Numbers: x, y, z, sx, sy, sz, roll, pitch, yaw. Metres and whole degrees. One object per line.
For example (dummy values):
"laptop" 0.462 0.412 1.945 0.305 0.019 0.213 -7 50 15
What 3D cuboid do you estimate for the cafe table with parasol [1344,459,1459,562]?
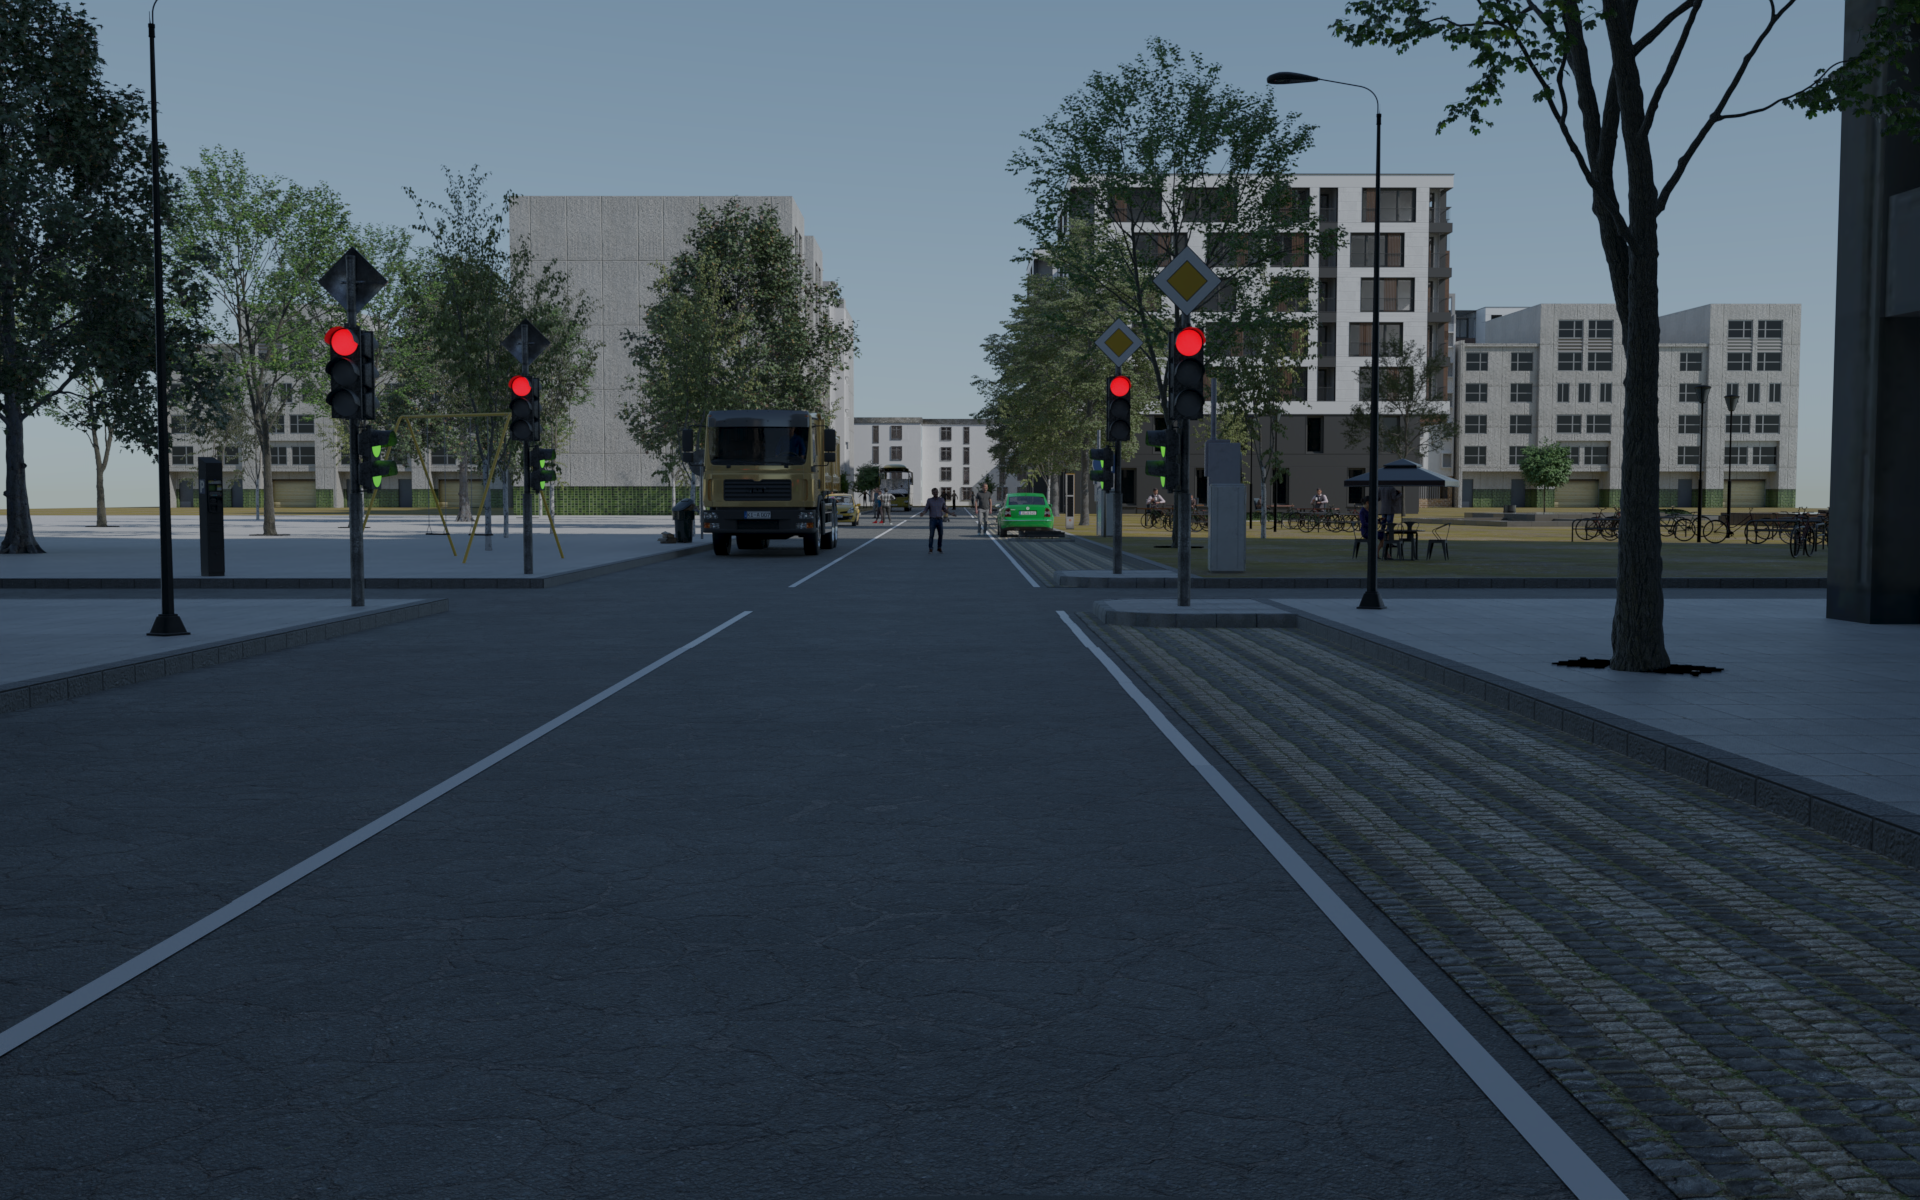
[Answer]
"cafe table with parasol" 8.578 -1.758 33.610 2.610 1.966 2.610 -1 4 -10

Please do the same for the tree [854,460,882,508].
"tree" -8.494 -11.004 163.628 4.285 4.588 4.351 0 3 0

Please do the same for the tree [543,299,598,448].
"tree" -22.780 -10.138 91.513 9.928 11.665 9.643 0 3 0

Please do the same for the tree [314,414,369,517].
"tree" -34.057 -9.021 97.852 4.737 8.622 4.395 0 3 0

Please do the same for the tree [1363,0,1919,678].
"tree" 4.806 -5.298 12.382 9.928 11.665 9.643 0 3 0

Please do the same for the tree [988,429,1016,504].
"tree" 4.616 -14.076 180.509 4.360 8.622 3.978 0 3 0

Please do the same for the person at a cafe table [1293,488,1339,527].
"person at a cafe table" 14.165 -3.682 68.714 1.698 1.524 1.622 1 4 22

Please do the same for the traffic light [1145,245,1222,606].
"traffic light" 2.550 -1.886 19.756 0.839 4.253 0.868 0 4 0

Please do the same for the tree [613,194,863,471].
"tree" -8.571 -9.140 66.440 9.611 12.733 9.660 0 3 0

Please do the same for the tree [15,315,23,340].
"tree" -33.631 -8.408 55.605 7.486 12.596 7.792 0 3 0

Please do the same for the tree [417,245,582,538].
"tree" -13.551 -6.126 50.515 4.360 8.622 3.978 0 3 0

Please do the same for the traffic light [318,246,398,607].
"traffic light" -6.871 -1.882 19.694 0.839 4.253 0.868 0 4 0

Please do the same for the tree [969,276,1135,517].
"tree" 5.260 -11.739 98.581 9.857 13.997 8.962 0 3 0

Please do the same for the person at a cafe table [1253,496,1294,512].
"person at a cafe table" 15.333 -4.586 85.848 1.698 1.238 1.726 -3 5 -39

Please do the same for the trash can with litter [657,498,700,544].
"trash can with litter" -7.333 -2.061 45.078 0.624 1.170 1.055 3 4 37

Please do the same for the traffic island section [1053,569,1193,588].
"traffic island section" 2.552 -0.341 27.855 2.009 0.180 2.903 0 4 0

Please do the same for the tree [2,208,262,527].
"tree" -33.228 -8.639 66.997 9.928 11.665 9.643 0 3 0

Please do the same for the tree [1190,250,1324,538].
"tree" 8.590 -6.081 49.781 4.737 8.622 4.395 0 3 0

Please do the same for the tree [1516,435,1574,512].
"tree" 32.983 -6.959 97.492 4.285 4.588 4.351 0 3 0

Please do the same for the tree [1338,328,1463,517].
"tree" 24.944 -10.027 98.355 7.601 10.594 8.767 -1 4 -18

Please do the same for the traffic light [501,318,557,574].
"traffic light" -6.909 -2.371 27.679 0.839 4.253 0.868 0 4 0

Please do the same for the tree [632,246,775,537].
"tree" -8.011 -6.237 52.333 4.737 8.622 4.395 0 3 0

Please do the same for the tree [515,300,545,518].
"tree" -22.706 -8.519 65.042 9.928 11.665 9.643 0 3 0

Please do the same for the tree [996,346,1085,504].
"tree" 4.220 -8.305 86.147 4.737 8.622 4.395 0 3 0

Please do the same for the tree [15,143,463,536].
"tree" -21.399 -7.777 52.906 9.928 11.665 9.643 0 3 0

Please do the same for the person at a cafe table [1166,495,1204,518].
"person at a cafe table" 11.877 -4.856 90.261 1.698 1.238 1.726 2 4 33

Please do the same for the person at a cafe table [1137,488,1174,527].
"person at a cafe table" 7.905 -3.704 69.076 1.698 1.524 1.622 -1 4 -16

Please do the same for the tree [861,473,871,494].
"tree" -7.784 -8.690 136.680 1.663 3.219 1.824 0 3 0

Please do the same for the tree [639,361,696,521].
"tree" -13.599 -8.146 83.547 4.360 8.622 3.978 0 3 0

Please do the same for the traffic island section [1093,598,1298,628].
"traffic island section" 2.590 0.147 19.870 2.009 0.180 2.903 0 4 0

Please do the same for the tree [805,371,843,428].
"tree" -8.131 -8.222 84.792 4.737 8.622 4.395 0 3 0

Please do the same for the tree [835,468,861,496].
"tree" -8.488 -8.015 125.646 1.663 3.219 1.824 0 3 0

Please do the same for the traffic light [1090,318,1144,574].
"traffic light" 2.512 -2.374 27.741 0.839 4.253 0.868 0 4 0

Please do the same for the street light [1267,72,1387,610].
"street light" 4.072 -2.856 19.230 1.470 5.913 1.316 0 4 0

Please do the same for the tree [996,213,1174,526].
"tree" 5.502 -9.311 70.355 7.486 12.596 7.792 0 3 0

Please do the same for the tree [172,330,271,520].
"tree" -33.408 -7.793 77.778 4.360 8.622 3.978 0 3 0

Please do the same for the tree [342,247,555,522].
"tree" -23.090 -9.977 80.131 9.611 12.733 9.660 0 3 0

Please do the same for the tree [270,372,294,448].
"tree" -34.899 -8.256 85.346 4.360 8.622 3.978 0 3 0

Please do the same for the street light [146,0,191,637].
"street light" -6.658 -2.632 15.570 1.470 5.913 1.316 0 4 0

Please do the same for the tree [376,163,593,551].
"tree" -10.566 -5.411 38.829 4.737 8.622 4.395 0 3 0

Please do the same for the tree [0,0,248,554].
"tree" -20.452 -7.341 37.041 9.611 12.733 9.660 0 3 0

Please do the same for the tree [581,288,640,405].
"tree" -13.417 -6.452 55.860 4.360 8.622 3.978 0 3 0
